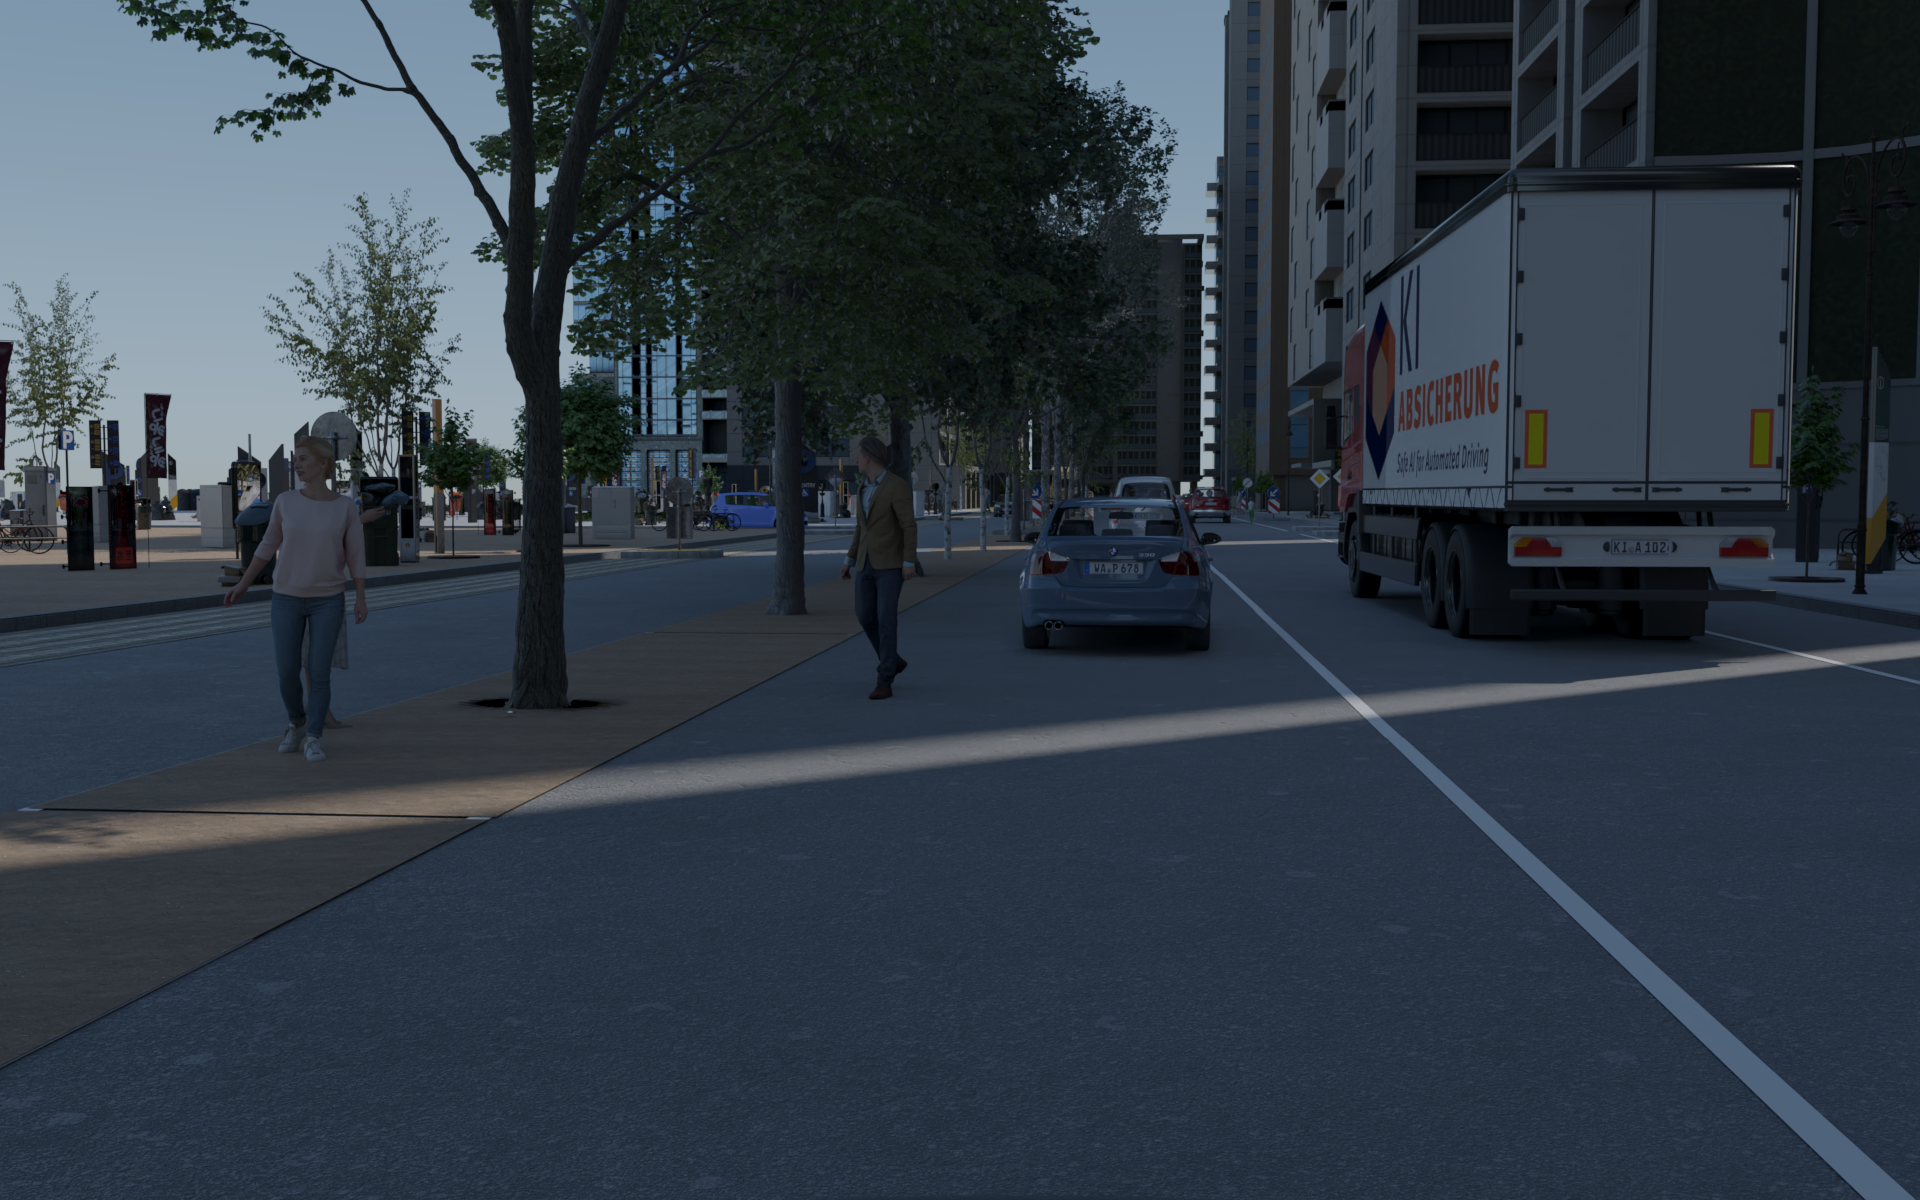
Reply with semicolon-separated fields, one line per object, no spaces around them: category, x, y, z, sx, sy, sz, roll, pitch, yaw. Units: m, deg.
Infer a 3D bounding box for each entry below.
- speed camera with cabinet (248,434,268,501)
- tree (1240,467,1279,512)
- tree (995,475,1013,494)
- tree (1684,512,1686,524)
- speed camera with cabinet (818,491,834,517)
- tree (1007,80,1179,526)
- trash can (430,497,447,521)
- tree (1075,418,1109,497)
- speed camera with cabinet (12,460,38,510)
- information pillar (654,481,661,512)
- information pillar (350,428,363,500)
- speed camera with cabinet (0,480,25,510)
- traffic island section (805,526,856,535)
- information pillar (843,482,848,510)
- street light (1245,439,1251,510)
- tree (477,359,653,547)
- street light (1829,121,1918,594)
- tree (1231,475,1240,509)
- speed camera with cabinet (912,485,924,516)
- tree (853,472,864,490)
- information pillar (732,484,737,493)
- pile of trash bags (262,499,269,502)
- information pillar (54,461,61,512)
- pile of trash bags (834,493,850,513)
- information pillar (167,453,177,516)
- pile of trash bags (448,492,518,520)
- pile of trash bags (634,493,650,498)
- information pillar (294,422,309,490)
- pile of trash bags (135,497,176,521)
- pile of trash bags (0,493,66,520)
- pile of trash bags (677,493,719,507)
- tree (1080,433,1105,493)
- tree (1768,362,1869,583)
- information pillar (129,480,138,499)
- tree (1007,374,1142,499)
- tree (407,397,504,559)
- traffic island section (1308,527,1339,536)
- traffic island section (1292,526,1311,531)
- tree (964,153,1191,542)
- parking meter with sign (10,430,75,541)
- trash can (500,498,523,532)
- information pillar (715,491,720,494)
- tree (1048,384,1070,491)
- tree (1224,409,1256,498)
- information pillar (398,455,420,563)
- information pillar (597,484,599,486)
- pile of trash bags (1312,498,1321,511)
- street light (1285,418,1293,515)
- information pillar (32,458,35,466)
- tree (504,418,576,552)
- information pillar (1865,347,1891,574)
speed camera with cabinet;-23.543;-3.785;56.217;0.660;3.252;2.038;2;4;35
tree;22.087;-8.136;127.625;1.663;3.219;1.824;0;3;0
tree;4.203;-10.800;171.174;1.663;3.219;1.824;0;3;0
tree;13.198;-2.260;31.560;1.663;3.219;1.824;0;3;0
speed camera with cabinet;-8.224;-6.381;98.673;2.038;3.252;0.660;1;4;17
tree;2.539;-13.242;74.852;12.611;20.169;13.585;0;3;0
trash can;-23.880;-4.143;79.392;0.748;1.137;0.748;0;3;0
tree;9.229;-10.655;127.023;4.360;8.622;3.978;0;3;0
speed camera with cabinet;-54.655;-6.565;101.670;2.038;3.252;0.660;3;4;38
information pillar;-16.521;-5.510;94.579;0.304;2.012;0.304;-2;4;-35
information pillar;-19.509;-3.952;55.976;0.183;3.616;0.504;2;4;26
speed camera with cabinet;-60.510;-7.094;110.317;2.038;3.252;0.660;-3;5;-41
traffic island section;-4.470;-2.422;61.883;2.009;0.180;2.903;0;4;6
information pillar;-6.823;-6.050;103.404;0.304;2.012;0.304;0;4;-4
street light;23.545;-10.341;141.866;0.468;5.910;1.993;0;4;6
tree;-9.228;-3.589;42.398;4.285;4.588;4.351;0;3;0
street light;11.534;-3.012;22.027;0.468;5.910;1.993;0;4;6
tree;24.505;-9.558;150.875;1.663;3.219;1.824;0;3;0
speed camera with cabinet;-2.829;-6.616;102.507;0.660;3.252;2.038;-2;4;-30
tree;-4.517;-5.636;86.748;1.663;3.219;1.824;0;3;0
information pillar;-16.580;-7.506;127.214;0.304;2.012;0.304;0;3;0
pile of trash bags;-55.395;-7.709;135.799;1.912;1.369;3.447;0;4;-1
information pillar;-64.693;-8.122;124.143;0.504;3.616;0.183;1;4;15
pile of trash bags;-8.371;-6.274;112.327;1.912;1.369;3.447;3;5;39
information pillar;-45.263;-6.616;99.519;0.183;3.616;0.504;3;4;39
pile of trash bags;-23.726;-4.682;86.300;3.447;1.369;1.912;-2;4;-32
pile of trash bags;-24.464;-7.618;134.307;1.912;1.369;3.447;-1;4;-22
information pillar;-21.225;-3.951;55.949;0.504;3.616;0.183;0;4;3
pile of trash bags;-40.213;-4.593;84.848;3.447;1.369;1.912;1;4;12
pile of trash bags;-46.426;-4.713;86.804;3.447;1.369;1.912;-1;4;-20
pile of trash bags;-20.210;-7.553;133.246;3.447;1.369;1.912;0;4;2
tree;9.360;-10.958;131.986;4.737;8.622;4.395;0;3;0
tree;12.606;-1.888;25.469;1.663;3.219;1.824;0;3;0
information pillar;-41.806;-5.086;87.656;0.304;2.012;0.304;0;4;-3
tree;6.126;-9.863;98.137;8.767;10.594;7.601;0;4;6
tree;-10.180;-2.450;34.654;1.663;3.219;1.824;0;3;0
traffic island section;13.332;-2.313;60.102;2.009;0.180;2.903;0;4;6
traffic island section;14.127;-2.799;68.047;2.009;0.180;2.903;0;4;6
tree;1.682;-8.455;51.070;12.009;13.543;11.850;0;3;0
parking meter with sign;-25.128;-3.123;47.326;1.738;3.016;0.543;1;4;10
trash can;-15.071;-2.848;58.214;0.748;1.137;0.748;0;3;0
information pillar;-19.569;-8.269;139.697;0.304;2.012;0.304;0;4;3
tree;1.618;-6.527;59.536;4.360;8.622;3.978;0;3;0
tree;24.469;-12.038;147.186;4.737;8.622;4.395;0;3;0
information pillar;-10.277;-1.701;32.296;0.304;2.012;0.304;0;4;-4
information pillar;-26.290;-8.270;126.576;0.504;3.616;0.183;1;4;23
pile of trash bags;27.000;-7.076;125.447;1.912;1.369;3.447;-1;4;-21
street light;19.875;-8.067;104.686;0.468;5.910;1.993;0;4;6
information pillar;-57.390;-7.092;107.313;0.183;3.616;0.504;-1;4;-18
tree;-9.223;-2.671;38.267;1.663;3.219;1.824;0;3;0
information pillar;14.757;-2.231;27.840;0.504;3.616;0.183;-3;4;-36
